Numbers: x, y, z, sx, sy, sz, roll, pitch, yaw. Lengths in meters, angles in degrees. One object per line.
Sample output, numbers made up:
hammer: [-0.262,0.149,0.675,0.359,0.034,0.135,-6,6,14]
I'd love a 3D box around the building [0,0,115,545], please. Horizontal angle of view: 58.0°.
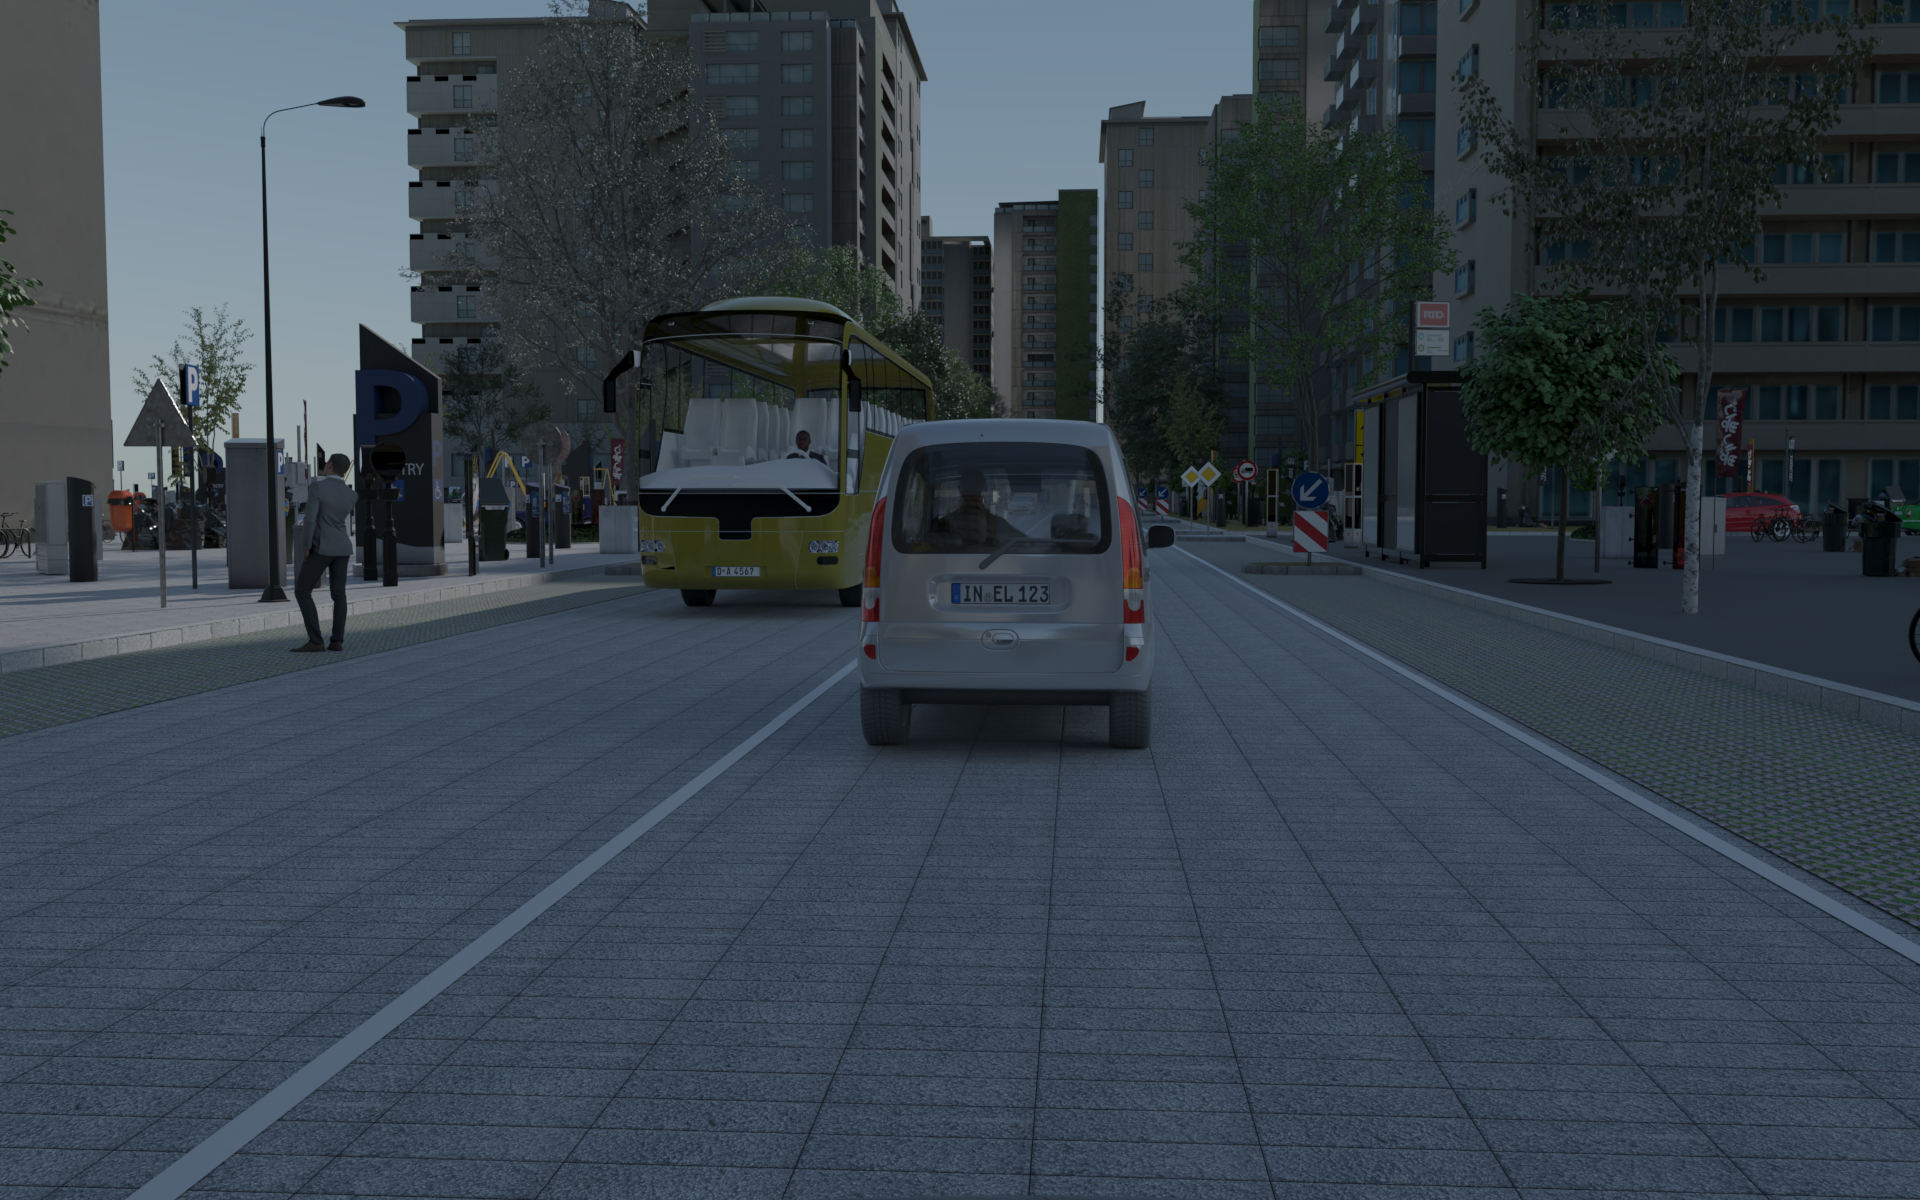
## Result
building: [-34.994,-25.302,37.387,21.600,48.544,21.300,0,4,4]

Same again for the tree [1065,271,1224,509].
tree: [15.737,-17.865,147.974,12.611,20.169,13.585,0,3,0]

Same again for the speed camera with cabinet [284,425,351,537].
speed camera with cabinet: [-18.836,-3.440,50.587,0.660,3.252,2.038,2,4,30]

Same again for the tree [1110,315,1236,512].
tree: [15.076,-13.213,122.680,9.857,13.997,8.962,0,3,0]

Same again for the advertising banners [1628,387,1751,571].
advertising banners: [12.306,-2.027,29.329,0.090,3.025,2.074,-3,4,-36]

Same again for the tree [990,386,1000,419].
tree: [0.034,-13.306,143.304,9.928,11.665,9.643,0,3,0]

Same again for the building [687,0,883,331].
building: [-14.168,-28.188,144.470,14.154,41.232,14.086,0,4,4]

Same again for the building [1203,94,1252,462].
building: [34.899,-33.311,194.744,14.600,45.320,14.200,0,4,4]

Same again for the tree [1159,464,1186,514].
tree: [14.058,-7.068,110.163,1.663,3.219,1.824,0,3,0]

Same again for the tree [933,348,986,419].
tree: [-1.077,-13.222,134.310,7.486,12.596,7.792,0,3,0]

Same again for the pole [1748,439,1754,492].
pole: [29.335,-4.308,64.283,0.158,3.312,0.155,0,3,0]

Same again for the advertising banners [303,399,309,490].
advertising banners: [-12.388,-2.253,33.029,0.090,3.025,2.074,-1,4,-15]

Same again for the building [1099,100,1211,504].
building: [33.048,-39.798,239.938,27.495,52.752,28.713,0,4,4]

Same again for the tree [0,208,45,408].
tree: [-9.379,-1.877,14.396,4.285,4.588,4.351,0,3,0]

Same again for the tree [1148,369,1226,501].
tree: [13.439,-9.259,101.743,4.737,8.622,4.395,0,3,0]

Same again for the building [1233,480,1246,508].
building: [42.168,-28.705,161.204,32.217,40.220,23.993,0,4,4]

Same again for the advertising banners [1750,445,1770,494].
advertising banners: [28.419,-4.008,61.713,2.074,3.025,0.090,-3,5,-43]

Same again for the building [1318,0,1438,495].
building: [37.134,-30.509,118.436,23.786,49.044,30.456,0,4,4]

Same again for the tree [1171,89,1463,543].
tree: [9.204,-7.327,45.558,9.928,11.665,9.643,0,3,0]

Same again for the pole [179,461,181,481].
pole: [-48.716,-7.002,108.319,0.158,3.312,0.155,0,3,0]

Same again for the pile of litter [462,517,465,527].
pile of litter: [-19.843,-3.237,66.883,1.176,0.858,1.719,3,5,40]

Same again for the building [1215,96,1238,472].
building: [33.643,-30.410,180.805,14.154,41.232,14.086,0,4,4]

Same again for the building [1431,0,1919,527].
building: [32.621,-27.685,76.348,21.600,48.544,21.300,0,4,4]

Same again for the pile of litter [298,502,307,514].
pile of litter: [-42.125,-5.925,110.841,1.719,0.858,1.176,2,4,25]

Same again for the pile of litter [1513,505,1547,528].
pile of litter: [22.008,-3.238,66.900,1.176,0.858,1.719,0,4,3]

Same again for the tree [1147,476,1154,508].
tree: [18.377,-10.460,165.625,1.663,3.219,1.824,0,3,0]

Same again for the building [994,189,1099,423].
building: [11.641,-33.706,234.682,14.086,41.232,14.154,0,4,4]

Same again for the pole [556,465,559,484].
pole: [-26.512,-7.361,114.189,0.158,3.312,0.155,0,3,0]

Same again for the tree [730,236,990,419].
tree: [-5.760,-8.741,68.665,9.928,11.665,9.643,0,3,0]

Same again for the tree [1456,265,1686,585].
tree: [8.678,-2.521,24.934,4.285,4.588,4.351,0,3,0]

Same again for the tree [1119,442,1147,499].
tree: [18.825,-14.274,183.747,4.737,8.622,4.395,0,3,0]

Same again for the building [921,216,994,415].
building: [-6.935,-33.810,244.670,23.993,40.220,32.217,0,4,4]

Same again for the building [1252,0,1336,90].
building: [30.869,-28.083,142.745,14.154,41.232,14.086,0,4,4]

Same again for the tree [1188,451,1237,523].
tree: [11.407,-5.064,77.402,1.663,3.219,1.824,0,3,0]

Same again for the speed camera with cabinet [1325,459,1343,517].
speed camera with cabinet: [21.197,-6.344,98.066,2.038,3.252,0.660,-3,4,-37]

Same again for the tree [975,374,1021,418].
tree: [1.740,-16.263,176.262,12.009,13.543,11.850,0,3,0]

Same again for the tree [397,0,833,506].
tree: [-8.125,-8.047,41.945,12.009,13.543,11.850,0,3,0]

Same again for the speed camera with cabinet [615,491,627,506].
speed camera with cabinet: [-16.234,-5.645,86.636,2.038,3.252,0.660,-1,4,-10]

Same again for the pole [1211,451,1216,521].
pole: [11.881,-5.344,81.222,0.158,3.312,0.155,0,3,0]

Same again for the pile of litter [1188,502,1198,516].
pile of litter: [13.422,-5.231,99.488,1.719,0.858,1.176,-2,4,-35]

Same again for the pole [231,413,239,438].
pole: [-18.203,-3.042,43.580,0.158,3.312,0.155,0,3,0]

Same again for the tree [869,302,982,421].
tree: [-3.262,-11.433,103.933,9.611,12.733,9.660,0,3,0]

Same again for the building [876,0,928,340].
building: [-18.427,-36.830,191.409,27.495,52.752,28.713,0,4,4]

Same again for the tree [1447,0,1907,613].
tree: [7.731,-4.175,18.619,4.360,8.622,3.978,0,3,0]

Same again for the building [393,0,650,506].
building: [-45.850,-36.951,193.391,27.495,52.752,28.713,0,4,4]

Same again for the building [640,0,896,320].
building: [-17.663,-32.944,162.337,21.300,48.544,21.600,0,4,4]

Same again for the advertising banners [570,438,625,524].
advertising banners: [-11.463,-3.576,54.649,2.074,3.025,0.090,1,4,18]

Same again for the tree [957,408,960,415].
tree: [3.375,-16.058,196.961,8.767,10.594,7.601,0,4,-3]
